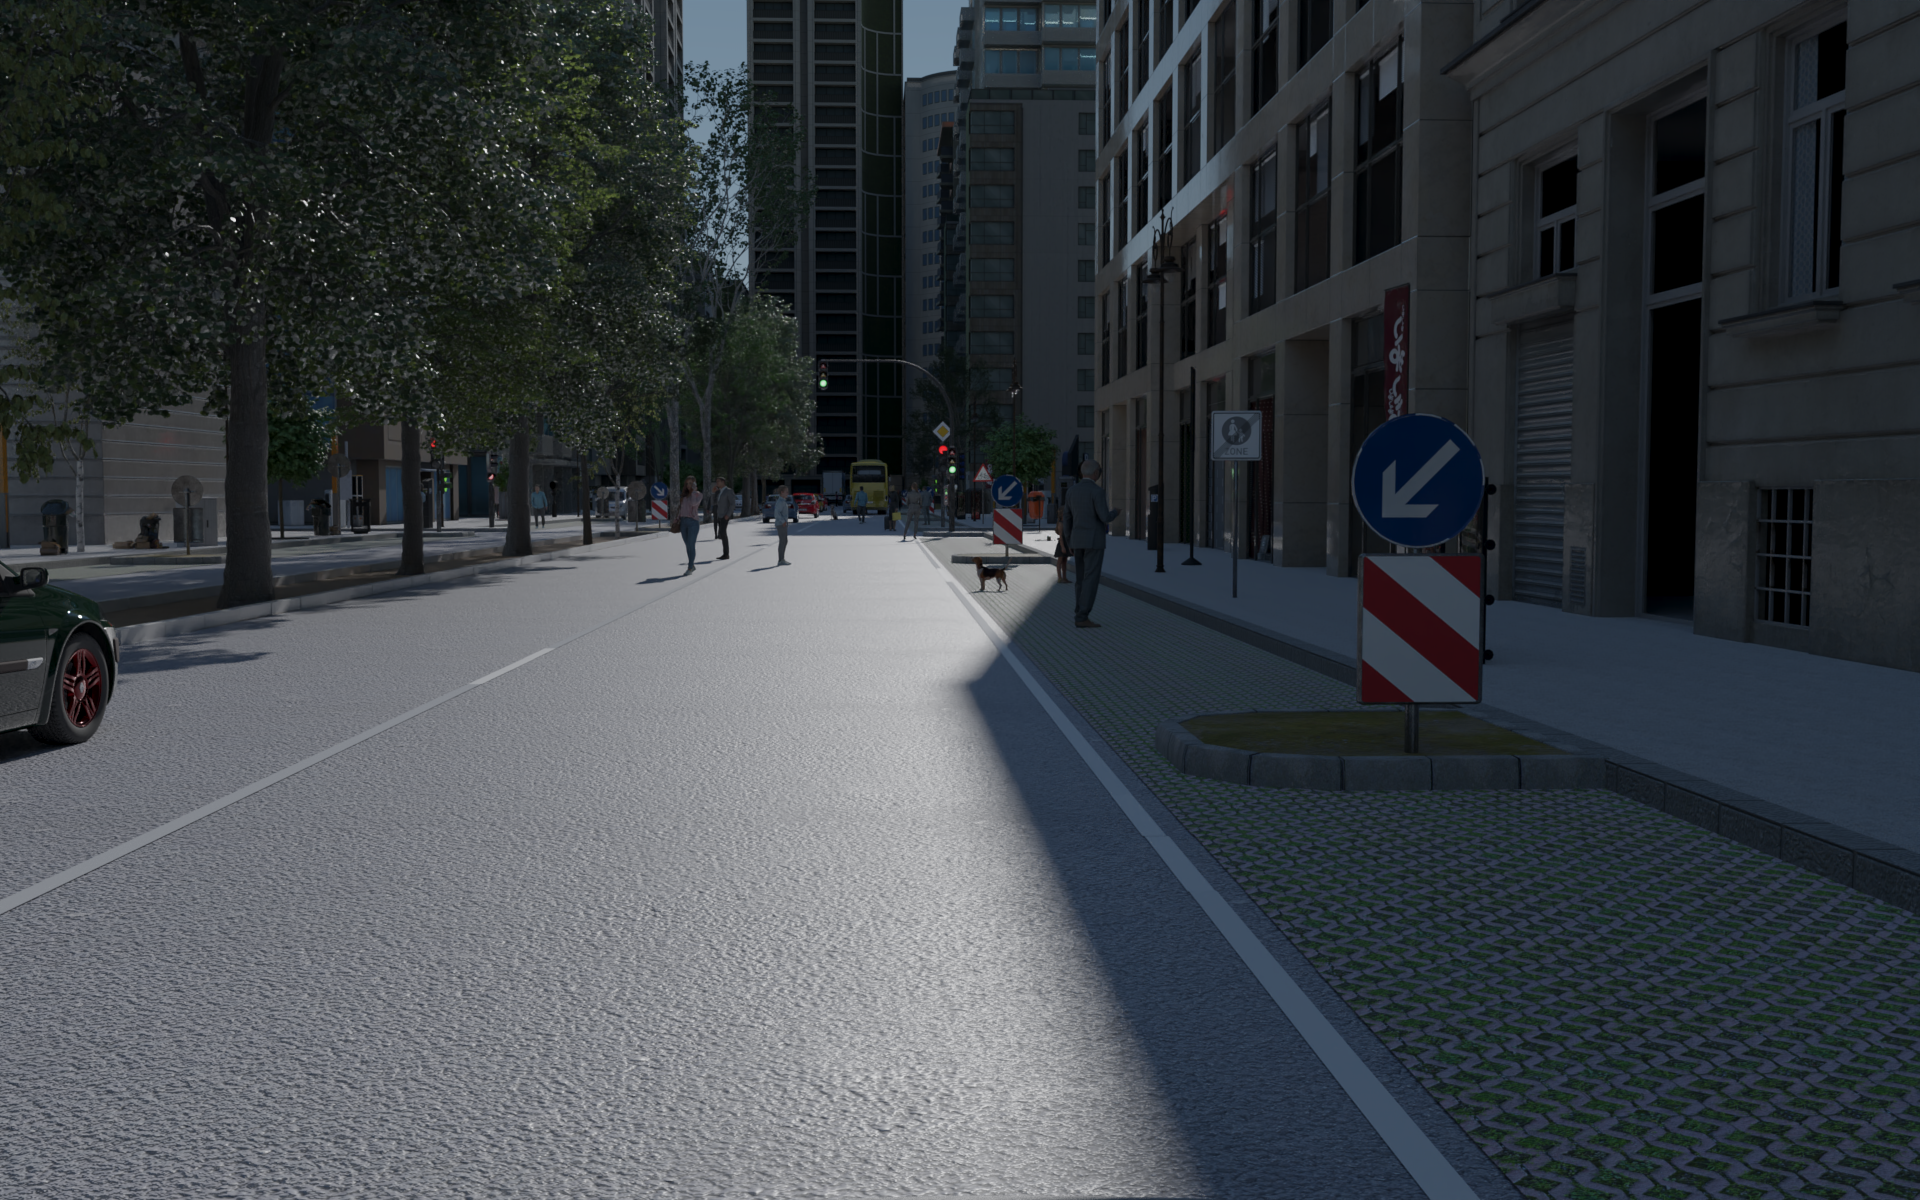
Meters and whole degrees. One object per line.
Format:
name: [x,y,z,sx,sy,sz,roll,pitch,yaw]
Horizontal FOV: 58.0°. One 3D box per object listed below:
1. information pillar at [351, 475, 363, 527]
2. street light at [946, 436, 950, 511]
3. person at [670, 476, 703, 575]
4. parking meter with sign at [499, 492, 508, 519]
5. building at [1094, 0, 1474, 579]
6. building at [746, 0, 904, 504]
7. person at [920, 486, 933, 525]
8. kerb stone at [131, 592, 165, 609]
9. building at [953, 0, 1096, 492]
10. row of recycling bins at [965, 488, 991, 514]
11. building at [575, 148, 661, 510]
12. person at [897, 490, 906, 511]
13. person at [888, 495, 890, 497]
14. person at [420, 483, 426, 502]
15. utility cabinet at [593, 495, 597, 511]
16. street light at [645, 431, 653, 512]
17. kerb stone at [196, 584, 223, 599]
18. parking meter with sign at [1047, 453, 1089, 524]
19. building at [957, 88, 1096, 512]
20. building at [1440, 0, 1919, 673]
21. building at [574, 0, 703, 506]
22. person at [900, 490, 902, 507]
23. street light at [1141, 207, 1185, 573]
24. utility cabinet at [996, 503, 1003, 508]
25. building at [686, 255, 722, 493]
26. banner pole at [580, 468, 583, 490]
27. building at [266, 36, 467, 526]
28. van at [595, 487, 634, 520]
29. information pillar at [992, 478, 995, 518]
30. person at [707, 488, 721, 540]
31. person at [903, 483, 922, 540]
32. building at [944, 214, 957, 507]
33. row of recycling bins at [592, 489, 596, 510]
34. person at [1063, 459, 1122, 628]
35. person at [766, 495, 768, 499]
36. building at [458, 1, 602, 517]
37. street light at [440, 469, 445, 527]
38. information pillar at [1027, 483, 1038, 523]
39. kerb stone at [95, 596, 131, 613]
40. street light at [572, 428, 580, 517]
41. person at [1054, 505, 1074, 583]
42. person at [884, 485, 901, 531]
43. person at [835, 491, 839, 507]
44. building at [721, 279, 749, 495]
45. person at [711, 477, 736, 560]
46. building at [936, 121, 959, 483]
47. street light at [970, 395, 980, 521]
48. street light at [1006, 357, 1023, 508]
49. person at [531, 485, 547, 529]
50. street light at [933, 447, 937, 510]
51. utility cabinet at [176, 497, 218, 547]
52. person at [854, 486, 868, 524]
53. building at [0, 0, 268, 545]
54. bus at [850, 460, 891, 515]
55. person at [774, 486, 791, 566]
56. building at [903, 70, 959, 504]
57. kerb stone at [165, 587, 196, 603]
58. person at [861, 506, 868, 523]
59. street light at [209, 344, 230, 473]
information pillar: [-23.542,-3.863,67.653,0.304,2.012,0.304,2,4,26]
street light: [-0.716,-8.468,111.239,0.468,5.910,1.993,0,4,-3]
person: [-4.799,-1.327,30.794,0.593,1.750,0.643,2,4,28]
parking meter with sign: [-23.319,-5.676,89.060,1.738,3.016,0.543,-3,5,-41]
building: [14.785,-14.377,39.582,19.350,26.468,34.151,0,4,-3]
building: [-17.962,-48.816,236.385,20.611,71.187,20.563,0,4,-3]
person: [-1.575,-4.378,80.183,0.635,1.810,0.391,-3,5,-39]
kerb stone: [-10.364,0.018,21.927,0.120,0.150,1.000,0,4,-3]
building: [10.795,-32.934,158.084,23.786,49.044,30.456,0,4,-3]
row of recycling bins: [1.113,-6.442,112.438,1.069,1.692,3.534,-1,4,-16]
building: [-33.462,-22.988,147.550,14.160,30.474,14.107,0,4,-3]
person: [-5.287,-8.558,148.553,1.348,1.807,0.705,1,4,15]
person: [-7.683,-10.404,178.693,1.348,1.812,0.705,-2,4,-29]
person: [-17.517,-2.870,55.697,0.793,1.790,0.793,3,5,40]
utility cabinet: [-27.194,-7.229,129.363,0.306,1.237,1.020,0,4,0]
street light: [-22.783,-9.442,127.165,0.468,5.910,1.993,0,4,-3]
kerb stone: [-10.458,-0.109,23.974,0.120,0.150,1.000,0,4,-3]
parking meter with sign: [4.592,-4.771,74.260,1.738,3.016,0.543,1,4,23]
building: [7.348,-21.750,127.314,14.160,30.474,14.107,0,4,-3]
building: [14.337,-10.661,7.587,16.112,22.955,30.059,0,4,-3]
building: [-38.003,-45.681,185.144,20.563,71.187,20.611,0,4,-3]
person: [-6.250,-10.636,182.489,1.350,1.814,0.705,-1,4,-14]
street light: [3.283,-3.390,28.220,0.468,5.910,1.993,0,4,-3]
utility cabinet: [1.913,-4.497,84.685,0.306,1.237,1.020,0,4,-1]
building: [-36.743,-26.663,207.644,14.107,30.474,14.160,0,4,-3]
banner pole: [-28.315,-8.479,128.650,0.401,3.779,0.863,2,4,34]
building: [-30.561,-26.033,75.745,14.600,45.320,14.200,0,4,-3]
van: [-19.236,-5.477,96.565,2.013,2.044,4.112,0,4,-2]
information pillar: [2.013,-6.283,94.087,0.504,3.616,0.183,-2,4,-34]
person: [-7.628,-2.838,54.672,0.659,1.850,0.755,0,4,0]
person: [-1.496,-2.798,54.529,0.520,1.790,0.573,-1,4,-21]
building: [5.283,-25.013,180.656,14.160,30.474,14.107,0,4,-3]
row of recycling bins: [-26.574,-7.645,132.115,3.534,1.692,1.069,2,4,28]
person: [1.432,-0.607,18.607,0.590,1.801,0.661,-3,5,-42]
person: [-18.209,-9.299,163.770,0.697,1.427,0.421,1,4,8]
building: [-35.472,-29.733,105.739,23.786,49.044,30.456,0,4,-3]
street light: [-19.955,-5.738,66.600,0.468,5.910,1.993,0,4,-3]
information pillar: [3.116,-4.352,75.642,0.304,2.012,0.304,1,4,18]
kerb stone: [-10.319,0.079,20.902,0.120,0.150,1.000,0,4,-3]
street light: [-21.295,-7.565,96.481,0.468,5.910,1.993,0,4,-3]
person: [1.704,-0.890,27.718,0.373,1.253,0.362,3,5,39]
person: [-2.619,-3.592,67.440,0.699,1.804,1.509,0,4,-1]
person: [-13.846,-11.397,195.531,0.721,1.739,1.217,1,4,9]
building: [-35.537,-28.208,232.899,14.107,30.474,14.160,0,4,-3]
person: [-5.208,-1.796,38.038,0.473,1.802,0.592,-1,4,-23]
building: [8.465,-33.469,201.841,22.147,44.769,28.867,0,4,-3]
street light: [0.688,-6.623,81.074,0.468,5.910,1.993,0,4,-3]
street light: [1.837,-5.252,58.659,0.468,5.910,1.993,0,4,-3]
person: [-17.422,-3.868,71.757,0.660,1.820,0.620,0,4,-7]
street light: [-2.085,-10.304,141.257,0.468,5.910,1.993,0,4,-3]
utility cabinet: [-18.644,-1.906,42.329,0.306,1.237,1.020,2,4,24]
person: [-4.743,-4.570,83.231,0.660,1.820,0.620,-2,4,-25]
building: [-33.317,-12.625,48.212,24.055,21.916,13.314,0,4,-3]
bus: [-6.385,-8.045,123.074,2.896,3.916,12.252,0,4,-2]
person: [-3.567,-1.499,34.813,0.330,1.601,0.589,1,4,9]
building: [6.494,-42.531,237.382,28.212,58.520,21.231,0,4,-3]
kerb stone: [-10.416,-0.046,22.953,0.120,0.150,1.000,0,4,-3]
person: [-4.802,-4.507,86.864,0.373,1.253,0.362,0,4,-4]
street light: [-18.999,-4.410,44.894,0.468,5.910,1.993,0,4,-3]
